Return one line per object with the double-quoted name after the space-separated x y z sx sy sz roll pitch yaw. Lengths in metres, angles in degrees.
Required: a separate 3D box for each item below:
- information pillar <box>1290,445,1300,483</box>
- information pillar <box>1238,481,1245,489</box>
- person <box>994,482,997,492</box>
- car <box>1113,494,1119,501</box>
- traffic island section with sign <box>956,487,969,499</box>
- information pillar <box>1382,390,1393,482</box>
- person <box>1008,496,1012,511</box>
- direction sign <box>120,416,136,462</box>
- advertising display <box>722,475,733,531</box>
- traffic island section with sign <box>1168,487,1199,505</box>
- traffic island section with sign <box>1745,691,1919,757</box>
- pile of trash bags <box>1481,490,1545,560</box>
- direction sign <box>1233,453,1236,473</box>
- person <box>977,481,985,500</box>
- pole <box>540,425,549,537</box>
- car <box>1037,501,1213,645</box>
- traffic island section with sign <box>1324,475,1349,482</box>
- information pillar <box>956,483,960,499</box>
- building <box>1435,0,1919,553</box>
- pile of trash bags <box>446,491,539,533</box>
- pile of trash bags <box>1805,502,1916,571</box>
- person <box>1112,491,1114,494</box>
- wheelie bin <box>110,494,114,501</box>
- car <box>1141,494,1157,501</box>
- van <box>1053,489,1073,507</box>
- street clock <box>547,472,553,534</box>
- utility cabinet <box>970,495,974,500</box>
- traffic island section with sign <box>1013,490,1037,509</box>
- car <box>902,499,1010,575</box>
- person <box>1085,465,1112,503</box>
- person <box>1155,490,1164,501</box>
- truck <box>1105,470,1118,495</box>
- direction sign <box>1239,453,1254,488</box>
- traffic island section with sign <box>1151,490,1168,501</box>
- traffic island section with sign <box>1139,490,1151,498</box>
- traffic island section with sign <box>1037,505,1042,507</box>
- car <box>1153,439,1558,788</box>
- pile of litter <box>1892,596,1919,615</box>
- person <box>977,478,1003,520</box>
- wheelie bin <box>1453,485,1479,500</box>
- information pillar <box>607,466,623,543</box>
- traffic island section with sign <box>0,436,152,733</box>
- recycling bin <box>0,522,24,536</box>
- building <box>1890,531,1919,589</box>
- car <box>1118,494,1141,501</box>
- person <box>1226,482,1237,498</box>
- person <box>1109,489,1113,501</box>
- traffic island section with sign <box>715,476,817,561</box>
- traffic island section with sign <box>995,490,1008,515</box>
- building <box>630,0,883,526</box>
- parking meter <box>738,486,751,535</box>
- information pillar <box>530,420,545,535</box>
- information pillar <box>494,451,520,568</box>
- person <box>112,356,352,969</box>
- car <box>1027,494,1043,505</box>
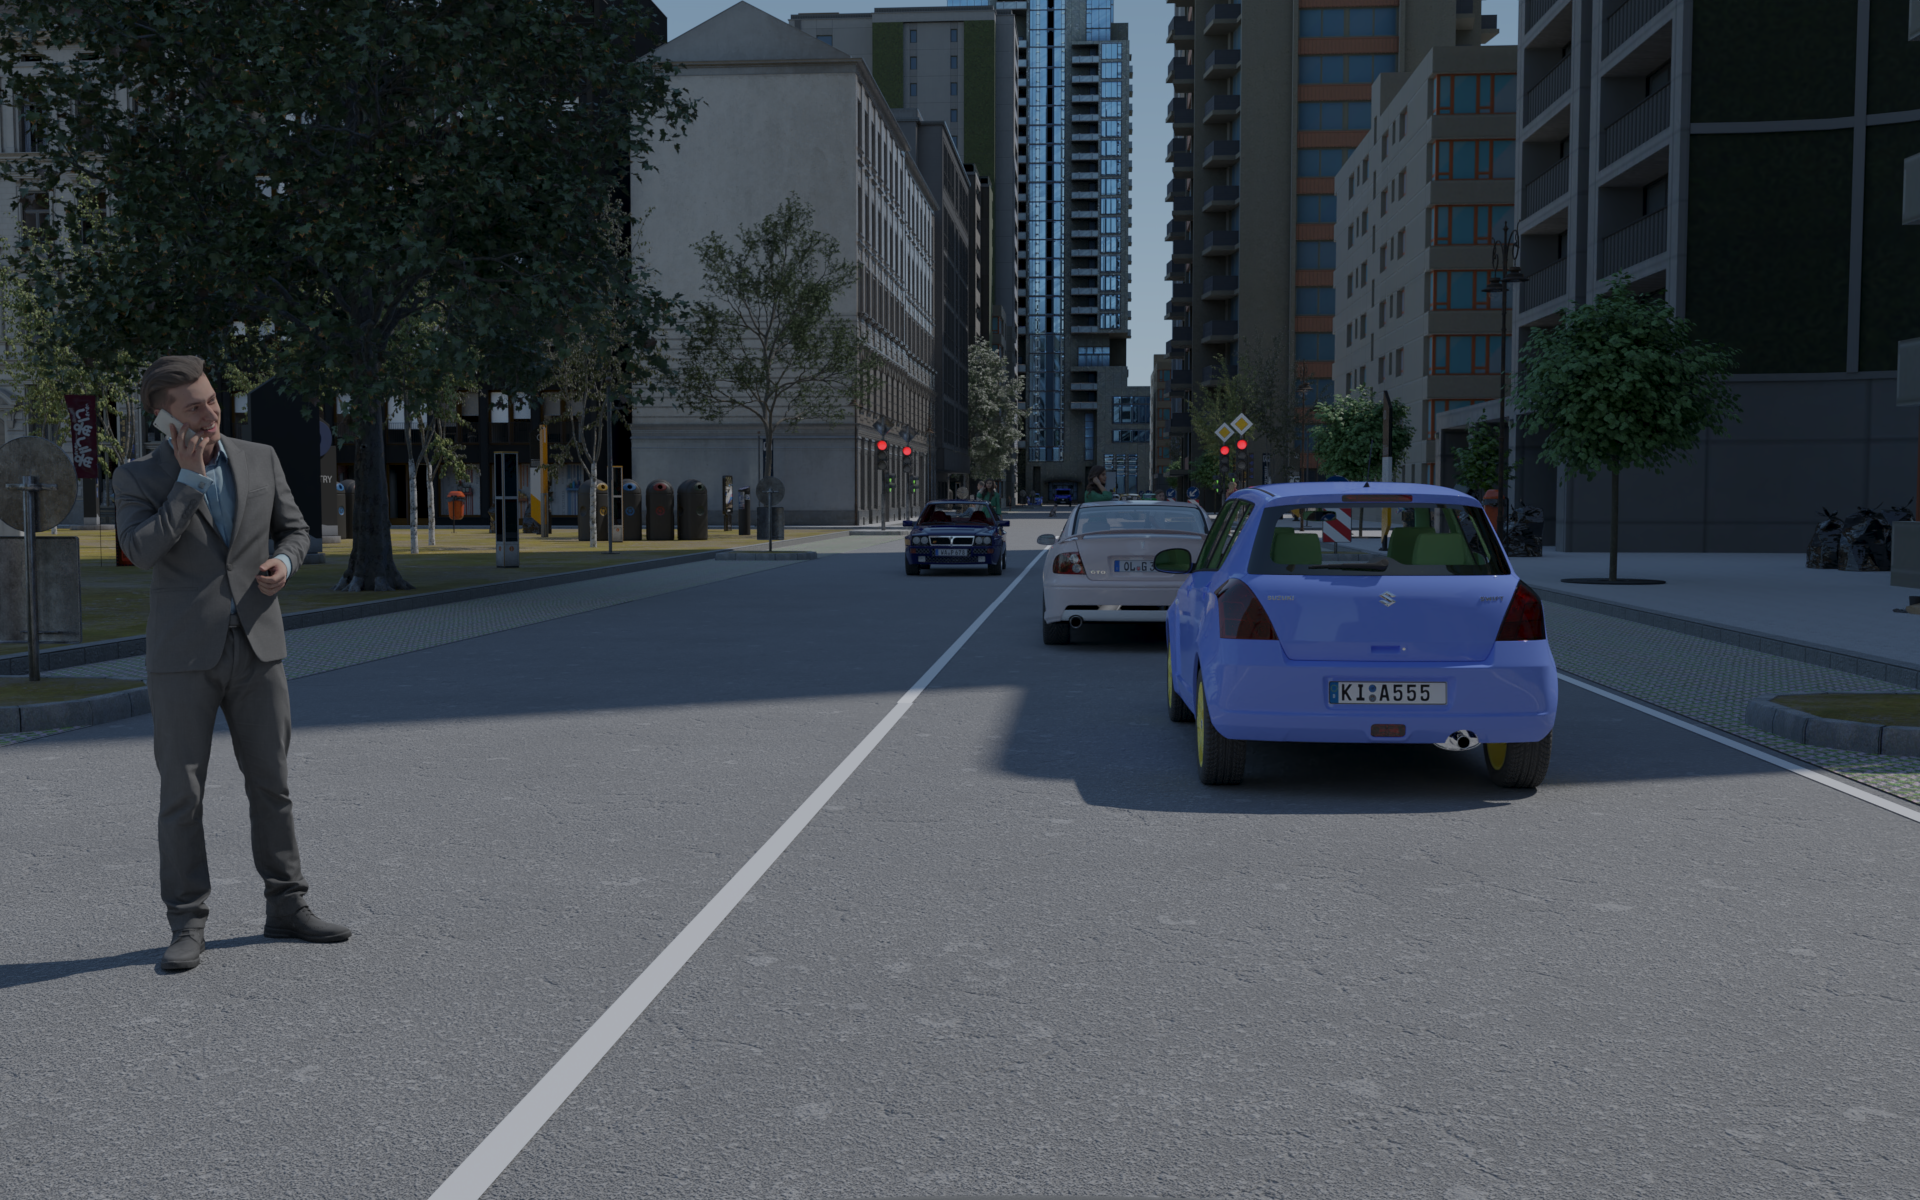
15.773 -5.517 81.549 0.504 3.616 0.183 1 4 22 "information pillar"
16.231 -5.826 99.750 0.304 2.012 0.304 2 4 25 "information pillar"
0.728 -2.314 46.604 0.573 1.790 0.520 -1 4 -14 "person"
12.210 -7.790 139.366 2.014 1.417 4.499 0 4 6 "car"
0.182 -5.192 93.516 1.989 1.847 2.006 0 4 4 "traffic island section with sign"
9.592 -2.909 38.914 0.183 3.616 0.504 0 4 -2 "information pillar"
4.124 -8.018 144.257 0.373 1.253 0.362 -1 4 -9 "person"
-24.113 -3.563 50.250 0.876 3.537 0.379 3 5 39 "direction sign"
-8.026 -3.340 59.829 0.123 1.923 0.974 0 4 7 "advertising display"
12.328 -5.141 92.687 1.989 1.847 2.006 0 4 4 "traffic island section with sign"
5.822 -0.094 10.173 1.989 1.847 2.006 0 4 4 "traffic island section with sign"
10.942 -1.568 35.383 1.912 1.369 3.447 1 4 17 "pile of trash bags"
15.549 -6.385 96.392 0.876 3.537 0.379 3 5 41 "direction sign"
0.691 -2.612 51.298 0.391 1.810 0.635 2 4 33 "person"
-12.299 -3.509 51.210 0.158 3.312 0.155 0 3 0 "pole"
1.810 -0.332 17.792 2.083 1.381 4.827 0 4 4 "car"
7.983 -1.778 37.692 1.989 1.847 2.006 0 4 4 "traffic island section with sign"
-0.135 -6.585 112.159 0.304 2.012 0.304 0 4 -2 "information pillar"
23.818 -36.779 39.587 20.563 71.187 20.611 0 4 4 "building"
-15.202 -2.890 57.012 3.447 1.369 1.912 0 4 2 "pile of trash bags"
16.306 -1.193 29.264 3.447 1.369 1.912 1 4 9 "pile of trash bags"
15.942 -10.604 181.500 1.348 1.869 0.705 0 3 0 "person"
-19.945 -2.069 41.738 0.980 1.594 0.693 -1 4 -15 "wheelie bin"
17.152 -9.057 156.876 1.959 1.807 4.718 0 4 3 "car"
11.574 -11.619 194.351 2.240 2.365 5.245 0 4 4 "van"
-13.225 -3.123 55.631 0.358 2.002 0.471 -1 4 -17 "street clock"
0.910 -7.604 135.493 0.306 1.237 1.020 0 4 6 "utility cabinet"
6.260 -9.907 170.615 1.989 1.847 2.006 0 4 4 "traffic island section with sign"
-0.041 -1.174 31.777 1.945 1.354 3.894 0 4 3 "car"
1.725 -0.807 21.942 0.529 1.795 0.600 1 4 15 "person"
3.509 -1.187 30.506 0.523 1.515 0.503 0 4 0 "person"
17.273 -13.193 204.615 2.839 4.237 11.283 0 4 5 "truck"
15.657 -6.257 94.303 0.876 3.537 0.379 -3 4 -37 "direction sign"
14.476 -6.809 119.956 1.989 1.847 2.006 0 4 4 "traffic island section with sign"
20.584 -11.548 197.437 1.989 1.847 2.006 0 4 4 "traffic island section with sign"
8.371 -11.551 197.487 1.989 1.847 2.006 0 4 4 "traffic island section with sign"
2.083 -0.011 9.776 1.945 1.707 3.694 0 4 3 "car"
10.926 -0.270 18.378 1.719 0.858 1.176 3 5 42 "pile of litter"
0.675 -1.873 39.374 0.600 1.795 0.529 0 3 0 "person"
12.903 -2.230 44.362 0.693 1.594 0.980 -1 4 -22 "wheelie bin"
-9.106 -2.523 45.747 0.304 2.012 0.304 -2 4 -35 "information pillar"
-6.313 -0.153 11.137 1.989 1.847 2.006 0 4 4 "traffic island section with sign"
-20.967 -1.573 38.276 0.722 1.027 0.722 0 4 -4 "recycling bin"
25.689 -9.977 8.162 27.650 21.520 28.899 0 4 4 "building"
10.518 -5.950 107.505 2.015 1.641 3.980 0 4 4 "car"
8.971 -2.975 57.114 0.573 1.828 0.580 -1 4 -20 "person"
11.011 -7.229 126.966 0.793 1.790 0.793 -3 5 -43 "person"
-4.197 -1.797 38.009 1.989 1.847 2.006 0 4 4 "traffic island section with sign"
2.349 -6.876 121.053 1.989 1.847 2.006 0 4 4 "traffic island section with sign"
-8.025 -14.021 78.402 9.793 20.994 18.267 0 4 4 "building"
-6.728 -2.790 54.032 0.372 1.533 0.369 0 3 0 "parking meter"
-13.285 -3.869 54.611 0.504 3.616 0.183 0 4 -6 "information pillar"
-7.863 -1.564 30.058 0.304 2.012 0.304 -3 5 -43 "information pillar"
-2.237 0.181 5.342 0.655 1.846 0.447 -3 5 -44 "person"
9.022 -12.179 208.720 1.945 1.707 3.694 0 4 4 "car"
